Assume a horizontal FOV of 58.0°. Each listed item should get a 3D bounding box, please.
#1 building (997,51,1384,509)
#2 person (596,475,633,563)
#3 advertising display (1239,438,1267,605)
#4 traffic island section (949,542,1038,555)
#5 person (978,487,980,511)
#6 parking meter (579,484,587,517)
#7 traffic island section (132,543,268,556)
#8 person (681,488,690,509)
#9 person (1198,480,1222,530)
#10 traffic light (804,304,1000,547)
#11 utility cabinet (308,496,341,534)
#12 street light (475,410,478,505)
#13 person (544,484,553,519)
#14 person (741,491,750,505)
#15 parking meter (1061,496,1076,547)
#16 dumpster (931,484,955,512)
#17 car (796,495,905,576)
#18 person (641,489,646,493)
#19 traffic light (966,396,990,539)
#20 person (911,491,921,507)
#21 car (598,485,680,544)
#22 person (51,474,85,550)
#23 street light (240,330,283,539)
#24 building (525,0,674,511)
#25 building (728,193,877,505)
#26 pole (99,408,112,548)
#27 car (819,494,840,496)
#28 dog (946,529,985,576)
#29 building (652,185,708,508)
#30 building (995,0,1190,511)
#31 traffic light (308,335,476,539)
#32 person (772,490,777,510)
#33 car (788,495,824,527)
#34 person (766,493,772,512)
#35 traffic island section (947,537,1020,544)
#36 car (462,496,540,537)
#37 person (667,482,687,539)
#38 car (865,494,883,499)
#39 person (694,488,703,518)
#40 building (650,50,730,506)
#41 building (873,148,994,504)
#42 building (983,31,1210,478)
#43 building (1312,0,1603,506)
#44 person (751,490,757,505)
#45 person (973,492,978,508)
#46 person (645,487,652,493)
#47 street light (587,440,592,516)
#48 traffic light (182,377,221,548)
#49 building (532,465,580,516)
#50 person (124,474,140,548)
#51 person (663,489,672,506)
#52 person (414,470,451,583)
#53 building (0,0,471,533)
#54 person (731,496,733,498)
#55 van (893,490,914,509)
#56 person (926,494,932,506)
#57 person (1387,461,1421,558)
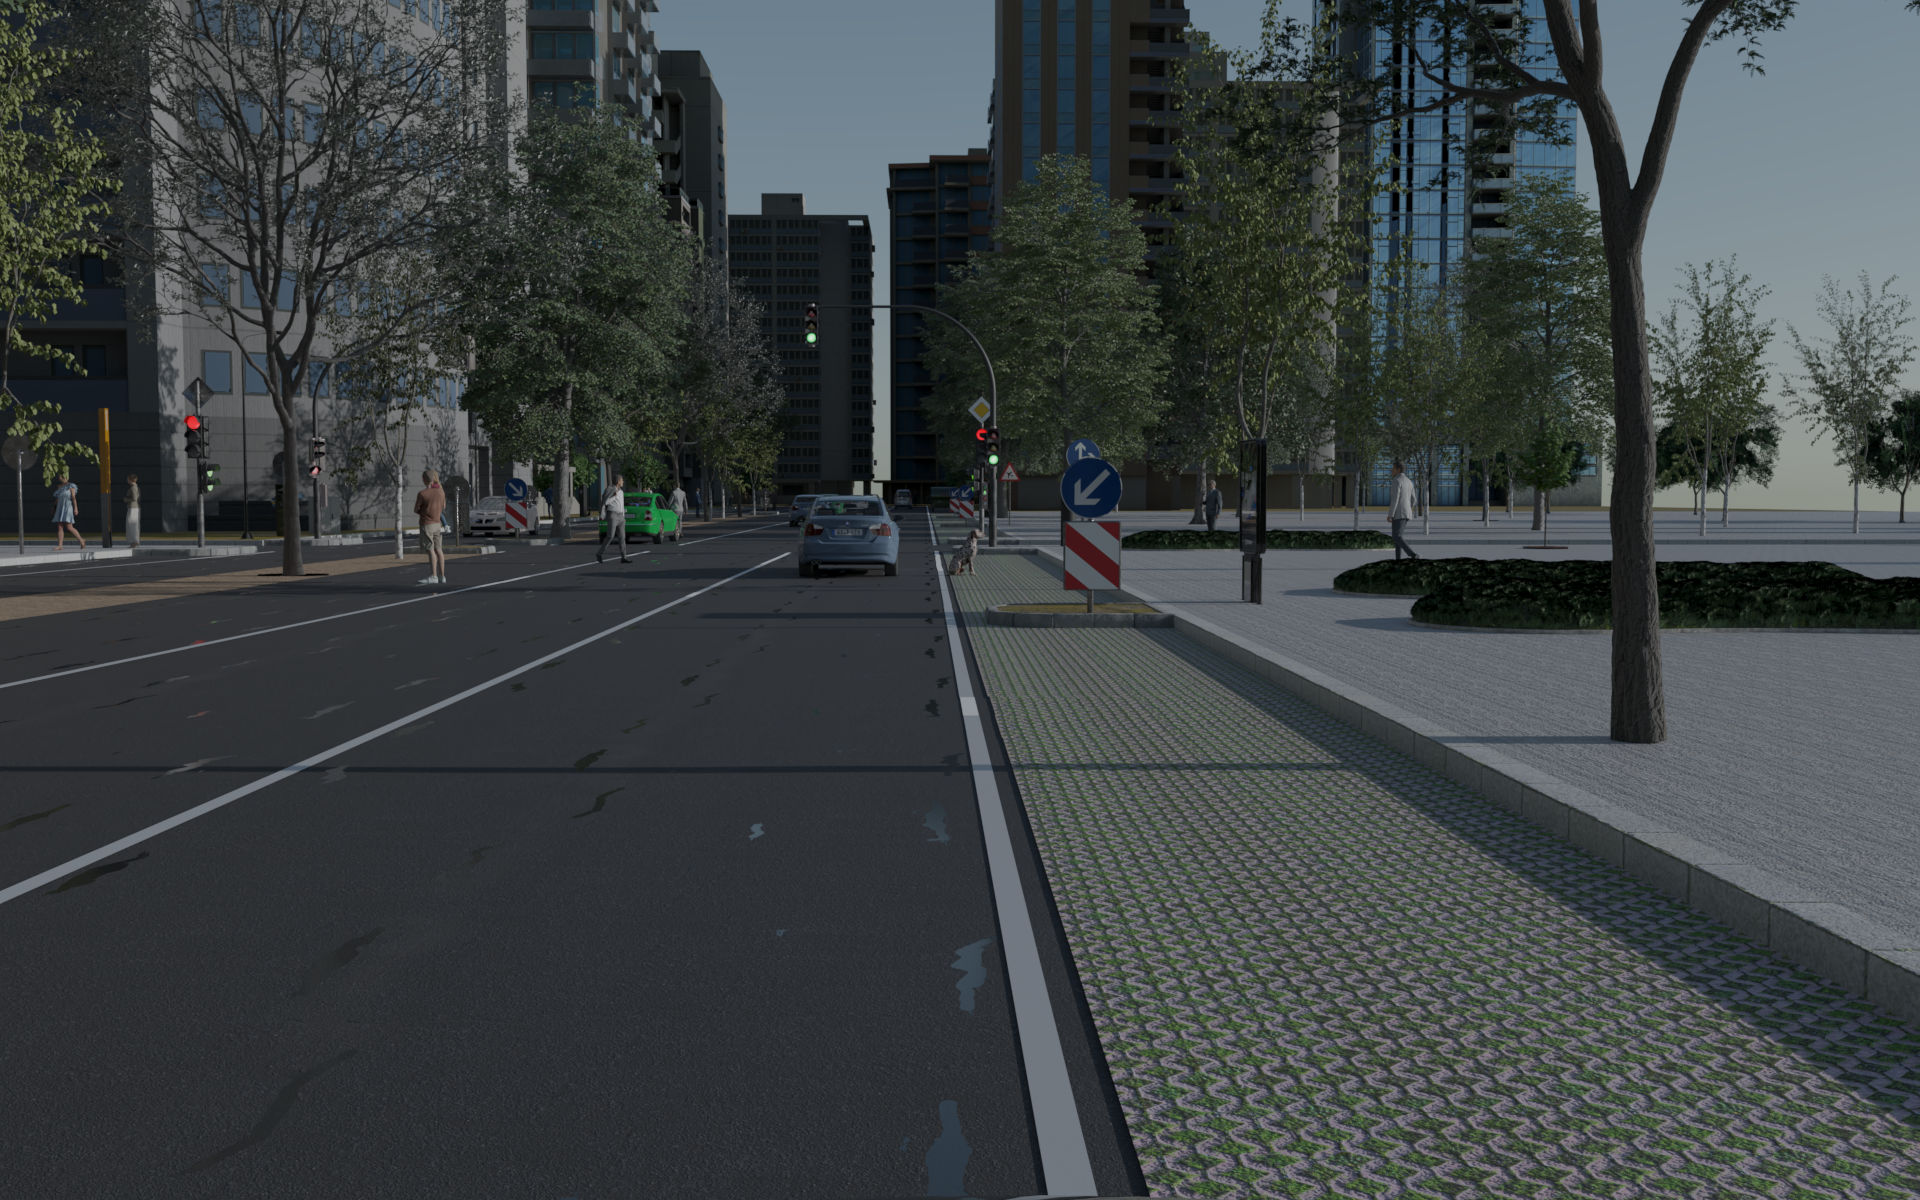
[{"bbox_3d":[19.201,-28.418,156.516,32.217,40.220,23.993,0,4,-1],"label":"building"},{"bbox_3d":[-7.176,-1.666,35.839,0.850,1.850,0.679,1,4,22],"label":"person"},{"bbox_3d":[3.460,-0.934,20.490,0.123,1.923,0.974,0,4,-2],"label":"advertising display"},{"bbox_3d":[0.807,-1.204,41.968,2.009,0.180,2.903,0,4,-1],"label":"traffic island section"},{"bbox_3d":[1.552,-7.654,131.205,0.705,1.821,1.348,-1,4,-17],"label":"person"},{"bbox_3d":[-21.214,-5.610,97.438,0.399,1.863,0.255,3,4,38],"label":"parking meter"},{"bbox_3d":[-18.230,-1.180,41.581,2.009,0.180,2.903,0,4,-1],"label":"traffic island section"},{"bbox_3d":[-23.739,-8.710,148.460,1.348,1.822,0.705,2,4,31],"label":"person"},{"bbox_3d":[6.710,-2.313,46.488,0.590,1.801,0.661,-2,4,-32],"label":"person"},{"bbox_3d":[-1.323,-4.098,41.669,4.771,5.953,1.251,0,4,-1],"label":"traffic light"},{"bbox_3d":[-20.482,-2.733,55.838,0.306,1.237,1.020,2,4,32],"label":"utility cabinet"},{"bbox_3d":[-20.332,-6.247,74.679,1.470,5.913,1.316,0,4,-1],"label":"street light"},{"bbox_3d":[-21.269,-5.127,90.055,0.721,1.800,0.419,0,4,-5],"label":"person"},{"bbox_3d":[-25.008,-11.897,201.278,1.217,1.735,0.721,-1,4,-15],"label":"person"},{"bbox_3d":[2.653,-2.080,42.416,0.372,1.533,0.369,0,3,0],"label":"parking meter"},{"bbox_3d":[-1.325,-8.028,136.210,1.985,2.255,1.502,0,4,0],"label":"dumpster"},{"bbox_3d":[-2.002,-1.191,31.479,2.014,1.417,4.499,0,4,-2],"label":"car"},{"bbox_3d":[-23.203,-7.378,127.231,0.990,1.755,0.434,-1,4,-18],"label":"person"},{"bbox_3d":[0.602,-3.726,49.836,0.839,4.253,0.868,0,4,-1],"label":"traffic light"},{"bbox_3d":[-4.923,-11.057,189.311,1.348,1.821,0.705,-1,4,-13],"label":"person"},{"bbox_3d":[-9.415,-2.582,51.007,1.959,1.807,4.718,0,4,0],"label":"car"},{"bbox_3d":[-20.464,-2.048,39.622,0.616,1.811,0.778,2,4,26],"label":"person"},{"bbox_3d":[-19.823,-4.694,49.292,1.470,5.913,1.316,0,4,-1],"label":"street light"},{"bbox_3d":[-36.252,-31.753,138.772,23.786,49.044,30.456,0,4,-1],"label":"building"},{"bbox_3d":[-23.136,-32.691,226.379,23.993,40.220,32.217,0,4,-1],"label":"building"},{"bbox_3d":[-20.374,-2.902,41.286,0.158,3.312,0.155,0,3,0],"label":"pole"},{"bbox_3d":[-7.717,-5.542,102.414,2.131,1.459,4.920,0,4,0],"label":"car"},{"bbox_3d":[-0.016,-0.831,30.430,0.800,0.831,0.513,3,4,36],"label":"dog"},{"bbox_3d":[-31.684,-23.889,162.282,14.160,30.474,14.107,0,4,-1],"label":"building"},{"bbox_3d":[9.927,-29.786,137.105,14.600,45.320,14.200,0,4,-1],"label":"building"},{"bbox_3d":[-16.265,-4.577,49.509,4.771,5.953,1.251,0,4,-1],"label":"traffic light"},{"bbox_3d":[-16.243,-8.742,151.986,0.434,1.755,0.990,1,4,18],"label":"person"},{"bbox_3d":[-6.706,-4.011,77.579,2.014,1.417,4.499,0,4,-2],"label":"car"},{"bbox_3d":[-14.548,-7.490,131.760,0.742,1.727,0.445,2,4,25],"label":"person"},{"bbox_3d":[0.642,-1.692,49.951,2.009,0.180,2.903,0,4,-1],"label":"traffic island section"},{"bbox_3d":[-15.817,-2.899,59.758,2.083,1.381,4.827,0,4,-1],"label":"car"},{"bbox_3d":[-8.980,-2.826,54.825,0.853,1.813,0.709,3,5,39],"label":"person"},{"bbox_3d":[-8.445,-9.404,165.560,2.131,1.459,4.920,0,4,-2],"label":"car"},{"bbox_3d":[-15.857,-5.873,104.705,0.419,1.800,0.721,-1,4,-22],"label":"person"},{"bbox_3d":[-36.755,-34.453,187.014,21.600,48.544,21.300,0,4,-1],"label":"building"},{"bbox_3d":[3.551,-34.707,222.077,28.867,44.769,22.147,0,4,-1],"label":"building"},{"bbox_3d":[14.230,-34.478,183.324,23.786,49.044,30.456,0,4,-1],"label":"building"},{"bbox_3d":[52.410,-53.488,187.201,31.000,86.520,22.319,0,4,-1],"label":"building"},{"bbox_3d":[-23.356,-11.682,197.051,0.705,1.822,1.348,1,4,22],"label":"person"},{"bbox_3d":[1.483,-9.713,164.845,1.348,1.824,0.705,0,4,-8],"label":"person"},{"bbox_3d":[-22.233,-7.191,123.486,0.818,1.842,0.514,2,4,34],"label":"person"},{"bbox_3d":[-20.880,-7.793,99.961,1.470,5.913,1.316,0,4,-1],"label":"street light"},{"bbox_3d":[-18.190,-3.213,41.447,0.839,4.253,0.868,0,4,-1],"label":"traffic light"},{"bbox_3d":[-40.874,-25.281,105.222,32.217,40.220,23.993,0,4,-1],"label":"building"},{"bbox_3d":[-19.765,-2.125,41.334,0.362,1.759,0.519,-1,4,-12],"label":"person"},{"bbox_3d":[-23.244,-8.038,138.182,1.217,1.735,0.721,-3,5,-41],"label":"person"},{"bbox_3d":[-8.544,-1.196,28.037,0.573,1.828,0.580,-1,4,-22],"label":"person"},{"bbox_3d":[-31.335,-32.280,69.782,21.231,58.520,28.212,0,4,-1],"label":"building"},{"bbox_3d":[-26.534,-11.865,200.581,0.434,1.755,0.990,-1,4,-21],"label":"person"},{"bbox_3d":[-5.446,-9.734,166.167,2.013,2.044,4.112,0,4,-3],"label":"van"},{"bbox_3d":[-3.073,-11.206,191.729,1.348,1.822,0.705,1,4,17],"label":"person"},{"bbox_3d":[7.581,-1.446,29.526,0.661,1.843,0.795,-3,5,-44],"label":"person"}]
